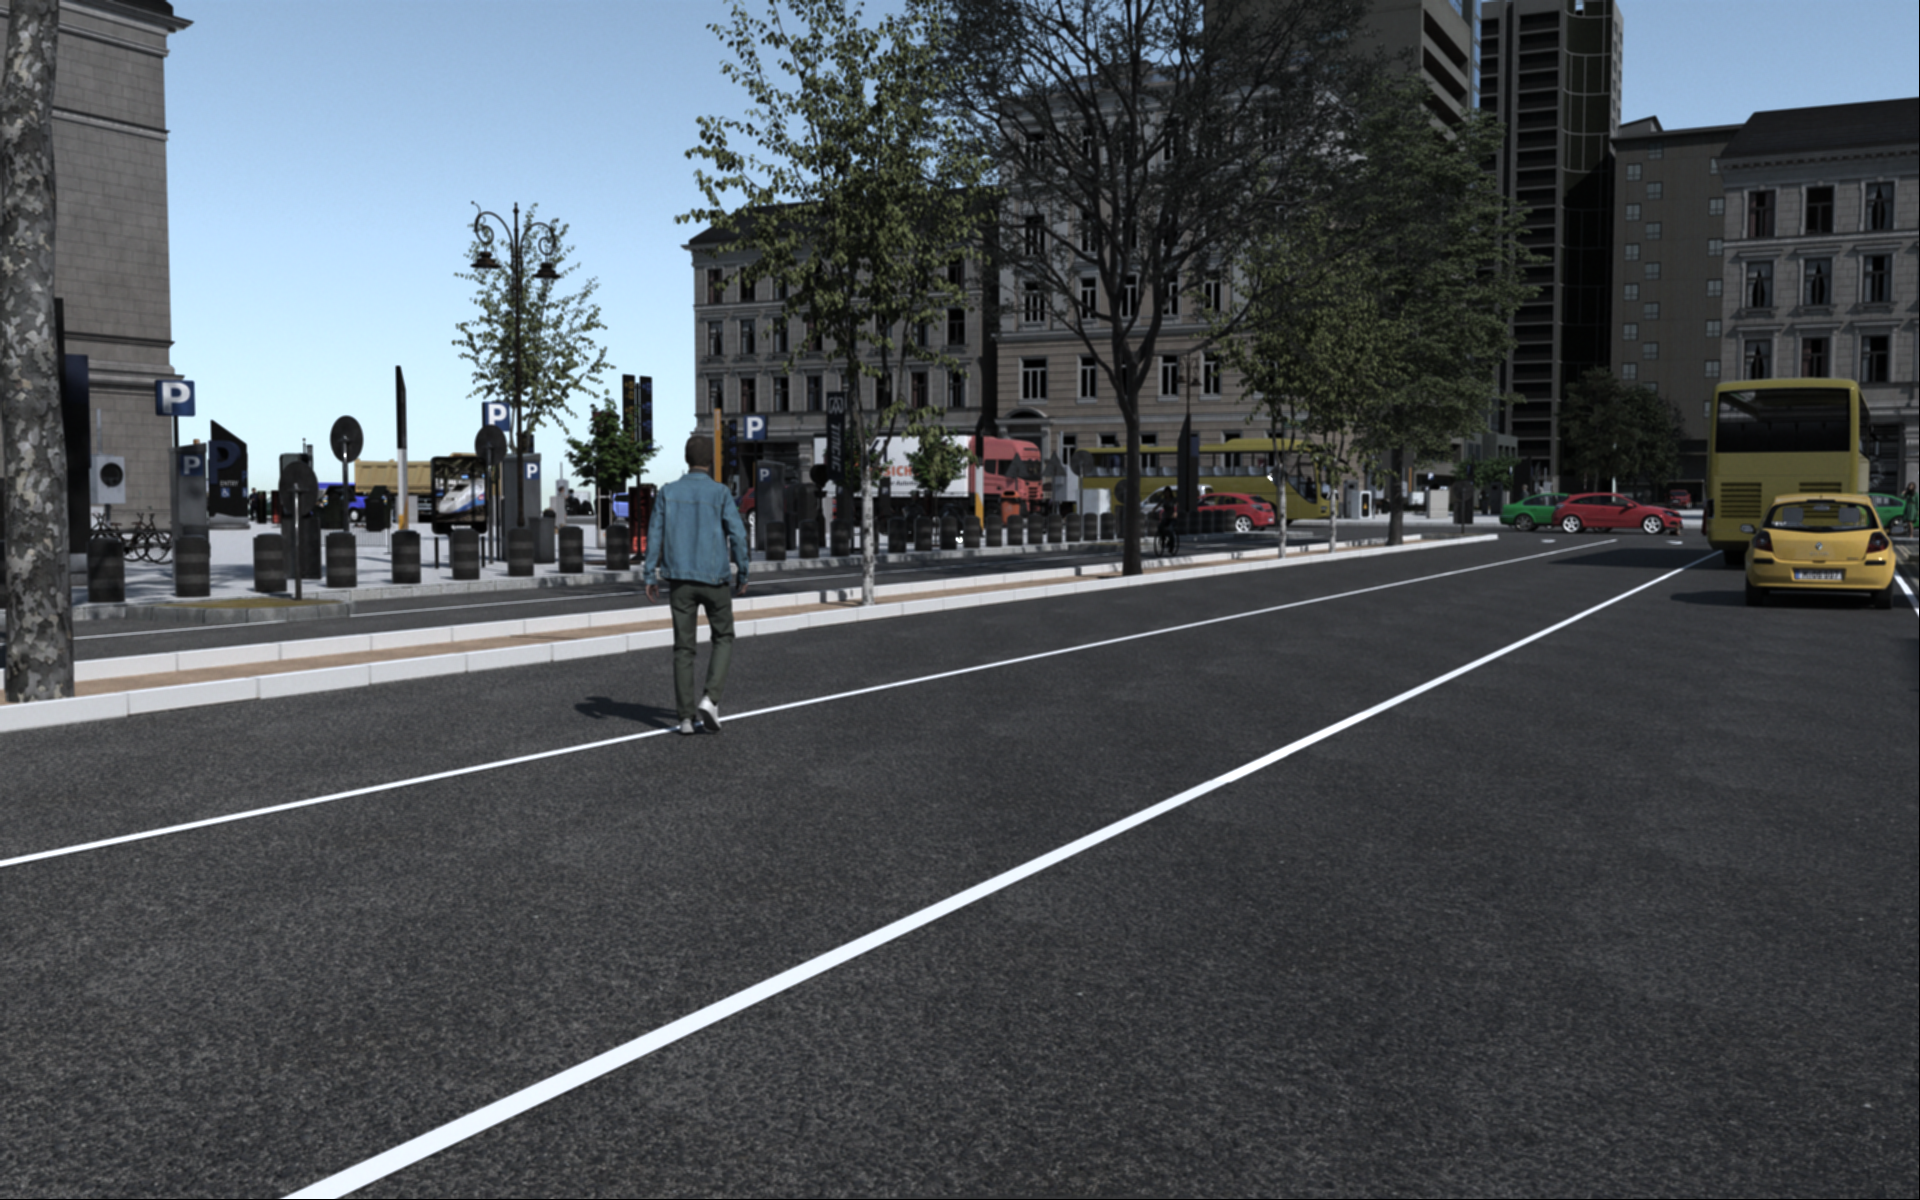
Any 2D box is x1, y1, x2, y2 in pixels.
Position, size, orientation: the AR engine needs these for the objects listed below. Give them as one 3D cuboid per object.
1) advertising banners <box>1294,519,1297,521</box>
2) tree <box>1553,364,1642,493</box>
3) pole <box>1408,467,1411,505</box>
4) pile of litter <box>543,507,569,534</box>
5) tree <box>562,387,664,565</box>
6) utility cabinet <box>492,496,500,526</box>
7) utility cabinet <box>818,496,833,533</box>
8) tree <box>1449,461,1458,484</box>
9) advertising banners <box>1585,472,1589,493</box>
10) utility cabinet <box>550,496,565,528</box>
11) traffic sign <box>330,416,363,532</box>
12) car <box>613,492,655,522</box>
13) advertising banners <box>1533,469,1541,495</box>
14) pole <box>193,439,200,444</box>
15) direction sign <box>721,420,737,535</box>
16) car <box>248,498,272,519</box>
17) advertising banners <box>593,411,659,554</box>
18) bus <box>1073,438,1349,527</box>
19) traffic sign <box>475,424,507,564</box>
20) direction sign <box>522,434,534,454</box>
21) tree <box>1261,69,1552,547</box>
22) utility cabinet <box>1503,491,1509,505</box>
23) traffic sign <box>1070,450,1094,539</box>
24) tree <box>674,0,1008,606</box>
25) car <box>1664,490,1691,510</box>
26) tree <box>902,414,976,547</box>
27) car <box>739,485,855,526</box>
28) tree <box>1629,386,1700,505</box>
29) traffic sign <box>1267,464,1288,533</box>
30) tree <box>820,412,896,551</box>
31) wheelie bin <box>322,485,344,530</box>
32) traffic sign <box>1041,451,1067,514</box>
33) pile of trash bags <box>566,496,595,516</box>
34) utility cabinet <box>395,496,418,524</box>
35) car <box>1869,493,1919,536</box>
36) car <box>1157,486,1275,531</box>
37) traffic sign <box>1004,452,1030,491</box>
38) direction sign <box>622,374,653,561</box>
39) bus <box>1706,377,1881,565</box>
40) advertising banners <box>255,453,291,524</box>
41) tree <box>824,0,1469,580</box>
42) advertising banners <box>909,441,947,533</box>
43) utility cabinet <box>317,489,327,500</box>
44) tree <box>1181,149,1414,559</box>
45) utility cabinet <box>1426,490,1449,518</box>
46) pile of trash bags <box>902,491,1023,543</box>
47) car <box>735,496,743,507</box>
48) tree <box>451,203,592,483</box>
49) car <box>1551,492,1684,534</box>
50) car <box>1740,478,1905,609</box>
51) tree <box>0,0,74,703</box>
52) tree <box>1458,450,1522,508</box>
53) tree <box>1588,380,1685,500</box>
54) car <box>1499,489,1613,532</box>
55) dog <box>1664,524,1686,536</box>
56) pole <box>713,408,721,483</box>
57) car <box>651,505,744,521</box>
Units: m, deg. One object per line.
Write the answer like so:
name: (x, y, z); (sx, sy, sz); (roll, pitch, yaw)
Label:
advertising banners: (15.454, -5.398, 84.442); (2.074, 3.025, 0.090); (2, 4, 33)
tree: (53.424, -13.657, 145.347); (6.751, 12.117, 7.091); (0, 3, 0)
pole: (34.397, -8.478, 132.456); (0.158, 3.312, 0.155); (0, 3, 0)
pile of litter: (-13.142, -2.586, 56.244); (1.719, 0.858, 1.176); (-3, 4, -38)
tree: (-6.475, -2.260, 31.555); (1.663, 3.219, 1.824); (0, 3, 0)
utility cabinet: (-18.259, -3.579, 69.680); (1.020, 1.237, 0.306); (-1, 4, -22)
utility cabinet: (-4.409, -2.797, 56.896); (0.306, 1.237, 1.020); (0, 4, 7)
tree: (41.022, -9.514, 139.268); (4.285, 4.588, 4.351); (0, 3, 0)
advertising banners: (49.805, -8.650, 137.617); (0.090, 3.025, 2.074); (2, 4, 30)
utility cabinet: (-14.832, -3.221, 63.817); (0.306, 1.237, 1.020); (0, 4, 3)
traffic sign: (-9.979, -1.714, 28.138); (0.768, 2.556, 0.104); (2, 4, 30)
car: (-16.661, -4.924, 90.095); (3.694, 1.707, 1.945); (2, 4, 28)
advertising banners: (40.987, -7.780, 123.394); (0.090, 3.025, 2.074); (0, 4, 0)
pole: (-28.419, -4.325, 64.558); (0.158, 3.312, 0.155); (0, 3, 0)
direction sign: (-7.148, -3.742, 53.173); (0.876, 3.537, 0.379); (3, 4, 38)
car: (-39.080, -5.420, 100.420); (4.920, 1.459, 2.131); (2, 4, 25)
advertising banners: (-6.807, -2.494, 36.958); (2.074, 3.025, 0.090); (-2, 4, -23)
bus: (11.133, -5.299, 78.177); (12.252, 3.916, 2.896); (2, 4, 29)
traffic sign: (-8.606, -1.933, 31.710); (0.768, 2.556, 0.104); (2, 4, 28)
direction sign: (-16.464, -4.531, 66.083); (0.379, 3.537, 0.876); (-3, 5, -42)
tree: (11.835, -7.717, 46.763); (7.486, 12.596, 7.792); (0, 3, 0)
utility cabinet: (41.977, -7.669, 134.065); (0.318, 1.500, 1.173); (-3, 4, -37)
traffic sign: (3.491, -3.047, 49.921); (0.768, 2.556, 0.104); (2, 4, 28)
tree: (-1.221, -4.182, 21.188); (4.737, 8.622, 4.395); (0, 3, 0)
car: (66.903, -9.341, 161.406); (2.281, 1.827, 5.304); (2, 4, 26)
tree: (-0.684, -2.911, 42.204); (1.663, 3.219, 1.824); (0, 3, 0)
car: (-6.867, -3.942, 73.117); (5.304, 1.827, 2.281); (2, 4, 28)
tree: (78.328, -17.491, 196.353); (12.009, 13.543, 11.850); (0, 3, 0)
traffic sign: (10.548, -3.296, 57.538); (0.795, 2.450, 0.064); (2, 4, 27)
tree: (-2.285, -2.726, 39.180); (1.663, 3.219, 1.824); (0, 3, 0)
wheelie bin: (-22.601, -3.355, 62.758); (0.693, 1.594, 0.980); (2, 4, 24)
traffic sign: (2.820, -3.184, 52.063); (0.884, 2.594, 0.081); (2, 4, 33)
pile of trash bags: (-22.323, -5.683, 102.669); (3.447, 1.369, 1.912); (-3, 5, -40)
utility cabinet: (-24.044, -3.921, 75.262); (0.306, 1.237, 1.020); (2, 4, 30)
car: (31.395, -3.173, 60.681); (4.718, 1.807, 1.959); (2, 4, 26)
car: (9.159, -3.297, 62.941); (4.494, 1.783, 2.155); (2, 4, 27)
traffic sign: (1.761, -3.306, 54.057); (0.884, 2.594, 0.081); (2, 4, 28)
direction sign: (-6.164, -2.519, 33.187); (0.379, 3.537, 0.876); (2, 4, 27)
bus: (18.000, -2.789, 37.146); (2.896, 3.916, 12.252); (2, 4, 29)
advertising banners: (-29.459, -4.790, 74.511); (2.074, 3.025, 0.090); (1, 4, 19)
tree: (2.850, -7.072, 28.461); (12.009, 13.543, 11.850); (0, 3, 0)
advertising banners: (-1.061, -3.748, 57.465); (0.090, 3.025, 2.074); (-3, 4, -37)
utility cabinet: (-27.760, -4.079, 75.365); (0.318, 1.500, 1.173); (-3, 4, -39)
tree: (6.738, -5.095, 36.124); (4.737, 8.622, 4.395); (0, 3, 0)
utility cabinet: (25.033, -5.023, 90.808); (1.173, 1.500, 0.318); (-1, 4, -21)
pile of trash bags: (-0.041, -2.210, 45.888); (3.447, 1.369, 1.912); (1, 4, 13)
car: (-10.161, -4.768, 90.545); (3.894, 1.354, 1.945); (2, 4, 28)
tree: (-11.219, -5.777, 44.808); (4.737, 8.622, 4.395); (0, 3, 0)
car: (23.801, -3.284, 62.733); (4.494, 1.783, 2.155); (2, 4, 28)
car: (11.492, -0.789, 23.131); (2.015, 1.641, 3.980); (2, 4, 27)
tree: (-7.069, -9.441, 12.707); (12.611, 20.169, 13.585); (0, 3, 0)
tree: (40.495, -8.890, 129.059); (4.285, 4.588, 4.351); (0, 3, 0)
tree: (67.982, -15.735, 174.277); (9.611, 12.733, 9.660); (0, 3, 0)
car: (23.018, -3.495, 65.942); (4.718, 1.807, 1.959); (2, 4, 27)
dog: (24.671, -2.423, 59.802); (0.550, 0.427, 0.748); (0, 4, 1)
pole: (-5.787, -2.906, 41.357); (0.158, 3.312, 0.155); (0, 3, 0)
car: (-12.169, -4.391, 80.596); (4.718, 1.807, 1.959); (2, 4, 27)
